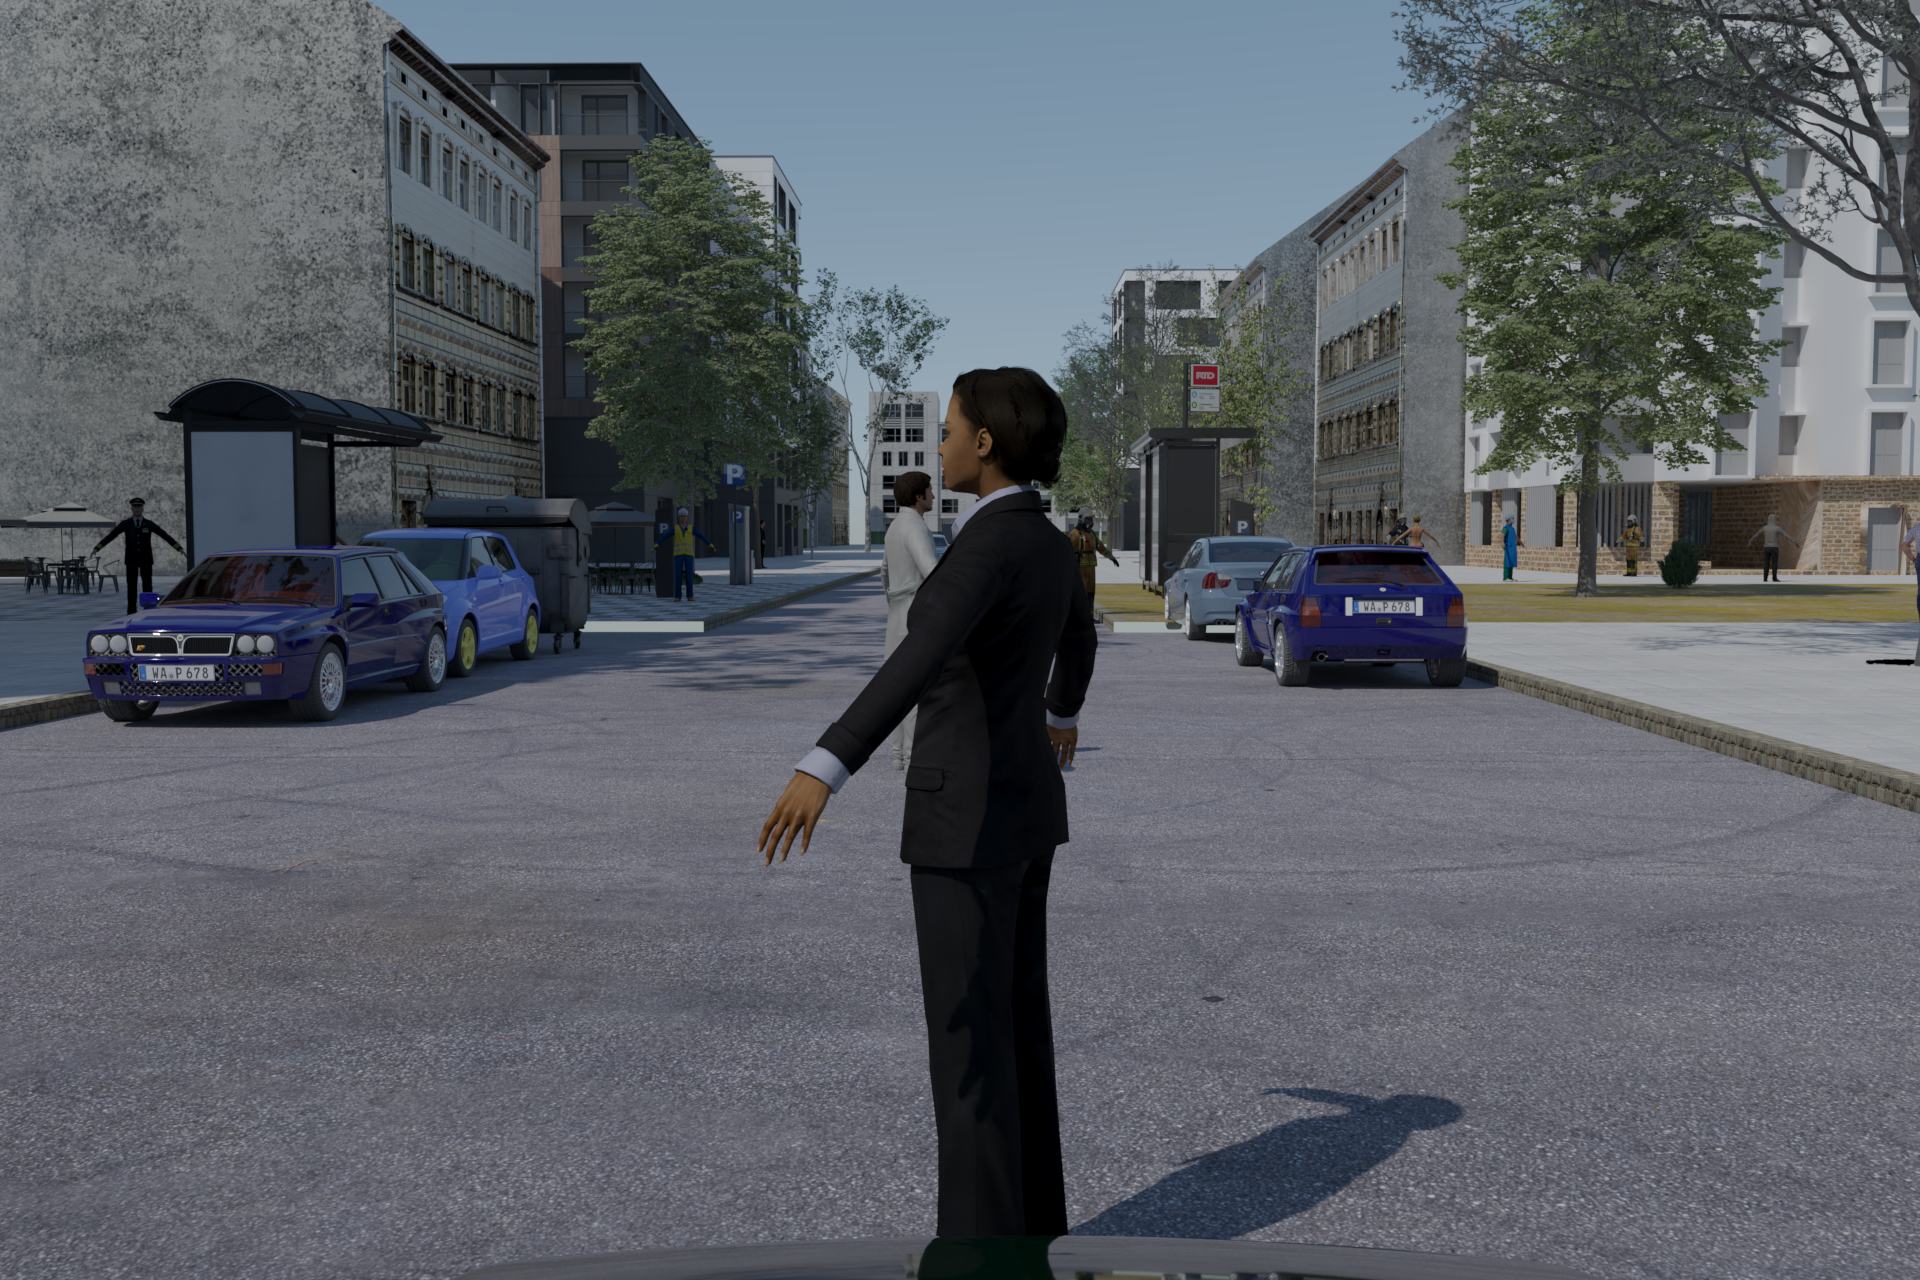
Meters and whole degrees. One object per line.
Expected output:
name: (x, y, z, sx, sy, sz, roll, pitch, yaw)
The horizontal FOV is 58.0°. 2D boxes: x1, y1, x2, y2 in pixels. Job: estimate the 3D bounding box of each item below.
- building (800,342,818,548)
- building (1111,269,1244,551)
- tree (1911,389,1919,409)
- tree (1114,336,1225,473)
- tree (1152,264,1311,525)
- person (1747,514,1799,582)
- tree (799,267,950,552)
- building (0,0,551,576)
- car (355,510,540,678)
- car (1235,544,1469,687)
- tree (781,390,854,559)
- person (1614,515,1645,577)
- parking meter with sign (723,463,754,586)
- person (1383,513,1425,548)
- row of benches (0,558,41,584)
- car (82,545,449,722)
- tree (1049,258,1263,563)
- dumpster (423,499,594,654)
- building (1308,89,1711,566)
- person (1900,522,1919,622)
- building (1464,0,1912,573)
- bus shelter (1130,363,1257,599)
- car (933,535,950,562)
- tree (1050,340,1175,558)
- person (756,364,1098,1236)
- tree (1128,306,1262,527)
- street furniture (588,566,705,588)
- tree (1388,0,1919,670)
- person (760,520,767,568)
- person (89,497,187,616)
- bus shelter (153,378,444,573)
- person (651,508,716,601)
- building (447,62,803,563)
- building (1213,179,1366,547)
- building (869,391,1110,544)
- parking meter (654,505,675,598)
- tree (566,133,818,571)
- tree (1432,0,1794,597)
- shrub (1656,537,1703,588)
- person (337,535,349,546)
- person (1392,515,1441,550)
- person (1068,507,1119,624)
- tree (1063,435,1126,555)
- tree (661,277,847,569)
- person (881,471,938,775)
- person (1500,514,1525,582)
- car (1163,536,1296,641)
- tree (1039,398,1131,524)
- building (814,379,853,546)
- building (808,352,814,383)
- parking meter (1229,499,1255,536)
building: (-22.372, -17.314, 149.546, 16.747, 18.905, 31.486, 0, 4, 1)
building: (26.835, -18.711, 149.903, 27.936, 21.610, 32.646, 0, 4, 1)
tree: (28.288, -6.686, 43.731, 7.601, 10.594, 8.767, -1, 4, -19)
tree: (7.434, -6.982, 64.522, 4.360, 8.622, 3.978, 0, 3, 0)
tree: (7.545, -5.877, 46.456, 4.737, 8.622, 4.395, 0, 3, 0)
person: (21.774, -2.466, 46.450, 1.348, 1.813, 0.705, 3, 5, 44)
tree: (-7.384, -16.371, 123.555, 12.611, 20.169, 13.585, 0, 3, 0)
building: (-26.195, -14.053, 60.690, 19.493, 23.208, 18.063, 0, 4, 0)
car: (-5.714, -0.540, 18.419, 1.945, 1.707, 3.694, 0, 4, 1)
car: (3.868, -0.308, 17.617, 1.945, 1.354, 3.894, 0, 4, 0)
tree: (-7.567, -8.488, 89.137, 4.737, 8.622, 4.395, 0, 3, 0)
person: (20.169, -2.830, 52.044, 0.705, 1.858, 1.354, -1, 4, -16)
parking meter with sign: (-5.522, -2.891, 43.521, 0.543, 3.016, 1.738, 0, 4, 1)
person: (12.329, -2.599, 48.279, 1.354, 1.856, 0.705, -1, 4, -21)
row of benches: (-25.655, -1.763, 44.284, 4.104, 0.672, 1.422, -1, 4, -11)
car: (-5.633, -0.116, 14.473, 1.945, 1.354, 3.894, 0, 4, 1)
tree: (8.429, -10.205, 77.217, 12.009, 13.543, 11.850, 0, 3, 0)
dumpster: (-5.502, -0.790, 21.125, 1.865, 1.857, 1.264, 0, 4, 2)
building: (27.117, -15.121, 78.160, 19.493, 23.208, 18.063, 0, 4, 1)
person: (12.816, -0.968, 22.807, 0.436, 1.711, 0.756, -1, 4, -16)
building: (24.932, -12.838, 66.327, 16.016, 20.090, 11.380, 0, 4, 1)
bus shelter: (4.951, -3.713, 38.339, 2.179, 5.291, 8.768, 0, 4, 2)
car: (-1.225, -3.520, 69.554, 2.014, 1.417, 4.499, 0, 4, 1)
tree: (8.049, -10.122, 91.257, 9.928, 11.665, 9.643, 0, 3, 0)
person: (-0.012, 0.362, 3.254, 0.721, 1.740, 1.216, 2, 4, 25)
tree: (7.146, -6.489, 56.457, 4.360, 8.622, 3.978, 0, 3, 0)
street furniture: (-11.027, -1.809, 45.207, 5.734, 0.657, 10.072, -2, 4, -32)
tree: (9.504, -6.494, 16.541, 12.009, 13.543, 11.850, 0, 3, 0)
person: (-7.376, -3.577, 64.669, 0.705, 1.806, 1.347, 0, 4, -6)
person: (-12.536, -1.254, 26.441, 1.347, 1.837, 0.705, -2, 4, -25)
bus shelter: (-9.391, -1.917, 25.273, 2.014, 3.302, 5.546, 0, 4, 1)
person: (-5.256, -1.621, 32.965, 1.216, 1.772, 0.721, -1, 4, -11)
building: (-24.035, -15.163, 91.887, 27.936, 21.610, 32.646, 0, 4, 1)
building: (26.030, -16.679, 103.635, 19.493, 23.208, 18.063, 0, 4, 1)
building: (4.611, -21.558, 221.388, 31.486, 18.905, 16.747, 0, 4, 0)
parking meter: (-5.952, -1.784, 34.885, 0.399, 1.863, 0.255, 0, 4, 1)
tree: (-7.689, -8.068, 50.032, 7.486, 12.596, 7.792, 0, 3, 0)
tree: (13.143, -7.160, 35.197, 7.486, 12.596, 7.792, 0, 3, 0)
shrub: (17.048, -1.829, 41.026, 1.383, 1.207, 1.383, 0, 3, 0)
person: (-10.628, -1.374, 28.602, 1.345, 1.843, 0.704, 1, 4, 12)
person: (10.953, -2.131, 41.646, 1.217, 1.733, 0.721, 0, 4, 2)
person: (2.008, -1.181, 27.528, 1.354, 1.858, 0.705, -3, 5, -43)
tree: (8.694, -9.655, 108.214, 4.737, 8.622, 4.395, 0, 3, 0)
tree: (-7.668, -7.865, 63.007, 7.601, 10.594, 8.767, -3, 5, -41)
person: (-0.248, -0.107, 10.399, 0.705, 1.806, 1.347, -1, 4, -20)
person: (14.751, -2.463, 46.399, 0.704, 1.817, 1.347, 3, 5, 41)
car: (3.944, -0.769, 24.580, 2.014, 1.417, 4.499, 0, 4, 1)
tree: (8.709, -12.862, 128.423, 7.486, 12.596, 7.792, 0, 3, 0)
building: (-22.490, -22.104, 192.329, 19.493, 23.208, 18.063, 0, 4, 2)
building: (-20.452, -19.131, 169.205, 16.016, 20.090, 11.380, 0, 4, 1)
parking meter: (4.652, -1.398, 28.570, 0.399, 1.863, 0.255, 0, 4, 2)
